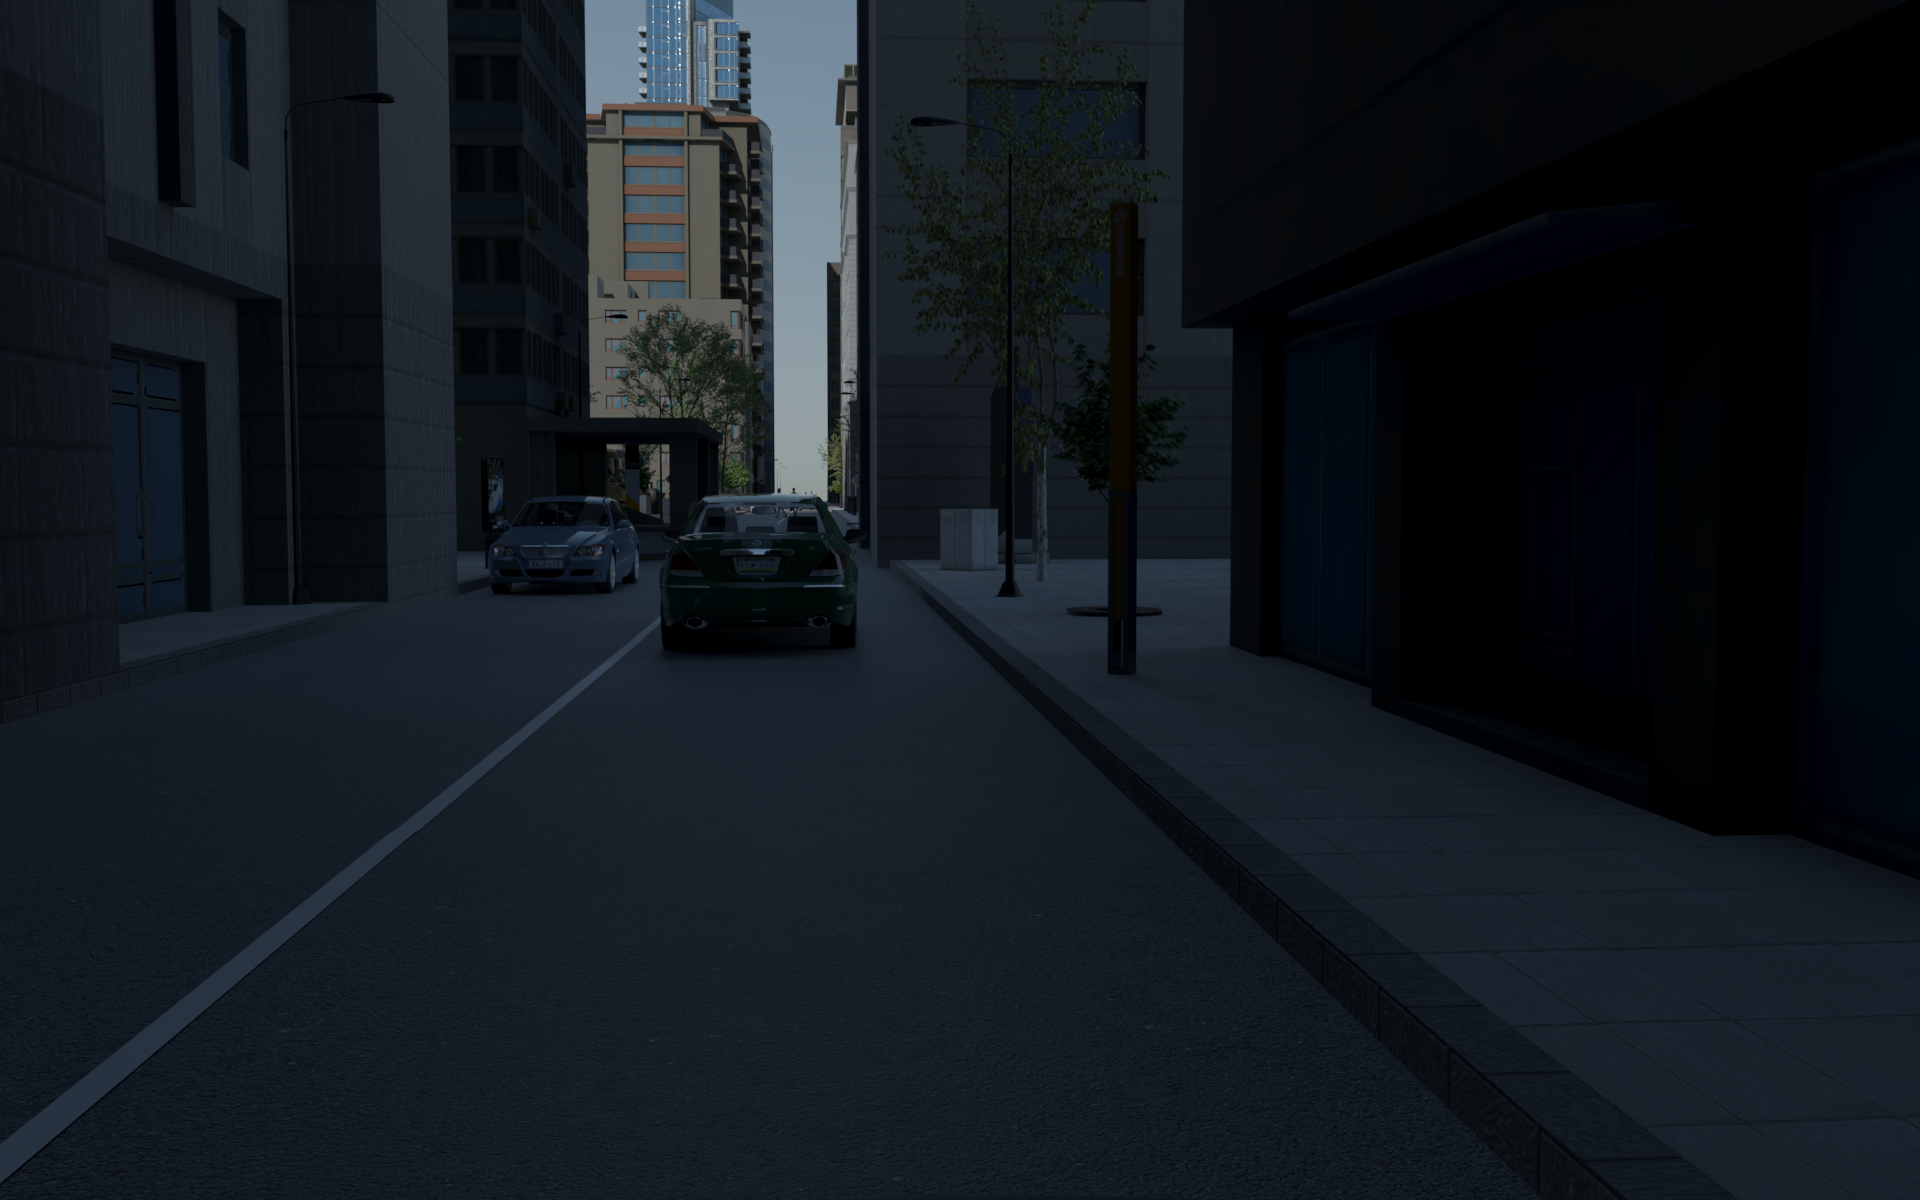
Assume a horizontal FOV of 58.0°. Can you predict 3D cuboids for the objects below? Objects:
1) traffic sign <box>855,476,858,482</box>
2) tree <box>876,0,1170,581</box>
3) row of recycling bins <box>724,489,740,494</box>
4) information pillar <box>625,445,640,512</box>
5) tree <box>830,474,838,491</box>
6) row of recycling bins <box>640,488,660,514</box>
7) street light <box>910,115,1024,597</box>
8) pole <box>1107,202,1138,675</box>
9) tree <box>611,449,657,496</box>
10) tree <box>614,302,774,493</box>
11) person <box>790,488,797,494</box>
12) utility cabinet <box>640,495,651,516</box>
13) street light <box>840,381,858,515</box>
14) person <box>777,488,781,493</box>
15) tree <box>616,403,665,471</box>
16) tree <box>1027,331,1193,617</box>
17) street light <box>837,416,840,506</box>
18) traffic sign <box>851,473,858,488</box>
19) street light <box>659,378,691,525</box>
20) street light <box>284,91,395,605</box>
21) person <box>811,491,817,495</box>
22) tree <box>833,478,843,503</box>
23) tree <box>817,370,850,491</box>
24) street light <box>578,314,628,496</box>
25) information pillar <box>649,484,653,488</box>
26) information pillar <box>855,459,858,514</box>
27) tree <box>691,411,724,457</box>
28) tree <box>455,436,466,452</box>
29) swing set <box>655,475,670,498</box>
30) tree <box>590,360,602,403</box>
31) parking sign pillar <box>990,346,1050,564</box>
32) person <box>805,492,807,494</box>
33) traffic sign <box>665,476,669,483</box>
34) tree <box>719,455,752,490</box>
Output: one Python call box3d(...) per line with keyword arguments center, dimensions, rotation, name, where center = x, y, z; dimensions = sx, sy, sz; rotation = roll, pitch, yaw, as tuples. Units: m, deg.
box3d(center=(-3.932, -4.128, 71.131), dimensions=(0.795, 2.450, 0.064), rotation=(0, 4, -5), name="traffic sign")
box3d(center=(0.972, -4.583, 25.297), dimensions=(4.737, 8.622, 4.395), rotation=(0, 3, 0), name="tree")
box3d(center=(-17.829, -7.804, 134.702), dimensions=(1.069, 1.692, 3.534), rotation=(-1, 4, -18), name="row of recycling bins")
box3d(center=(-11.045, -4.105, 58.465), dimensions=(0.504, 3.616, 0.183), rotation=(-1, 4, -14), name="information pillar")
box3d(center=(-16.872, -15.893, 243.556), dimensions=(4.285, 4.588, 4.351), rotation=(0, 3, 0), name="tree")
box3d(center=(-20.394, -6.243, 109.191), dimensions=(1.069, 1.692, 3.534), rotation=(3, 4, 37), name="row of recycling bins")
box3d(center=(0.085, -2.992, 21.463), dimensions=(1.470, 5.913, 1.316), rotation=(0, 4, -5), name="street light")
box3d(center=(1.155, -1.126, 12.261), dimensions=(0.158, 3.312, 0.155), rotation=(0, 3, 0), name="pole")
box3d(center=(-12.256, -4.361, 65.907), dimensions=(1.663, 3.219, 1.824), rotation=(0, 3, 0), name="tree")
box3d(center=(-15.172, -10.368, 95.277), dimensions=(9.928, 11.665, 9.643), rotation=(0, 3, 0), name="tree")
box3d(center=(-10.297, -6.061, 107.557), dimensions=(0.622, 1.834, 0.822), rotation=(1, 4, 9), name="person")
box3d(center=(-16.738, -4.946, 92.036), dimensions=(0.306, 1.237, 1.020), rotation=(-2, 4, -34), name="utility cabinet")
box3d(center=(-4.057, -6.026, 71.071), dimensions=(1.470, 5.913, 1.316), rotation=(0, 4, -5), name="street light")
box3d(center=(-10.792, -5.835, 104.180), dimensions=(0.850, 1.792, 0.678), rotation=(0, 4, -1), name="person")
box3d(center=(-24.762, -11.322, 135.478), dimensions=(4.360, 8.622, 3.978), rotation=(0, 3, 0), name="tree")
box3d(center=(1.690, -1.451, 18.324), dimensions=(1.663, 3.219, 1.824), rotation=(0, 3, 0), name="tree")
box3d(center=(-4.728, -6.509, 78.962), dimensions=(1.470, 5.913, 1.316), rotation=(0, 4, -5), name="street light")
box3d(center=(-4.604, -4.614, 79.088), dimensions=(0.795, 2.450, 0.064), rotation=(0, 4, -5), name="traffic sign")
box3d(center=(-11.449, -5.925, 69.417), dimensions=(1.470, 5.913, 1.316), rotation=(0, 4, -5), name="street light")
box3d(center=(-7.221, -2.909, 20.102), dimensions=(1.470, 5.913, 1.316), rotation=(0, 4, -5), name="street light")
box3d(center=(-13.216, -8.983, 156.172), dimensions=(0.742, 1.727, 0.445), rotation=(0, 4, 6), name="person")
box3d(center=(-17.157, -15.518, 248.313), dimensions=(1.663, 3.219, 1.824), rotation=(0, 3, 0), name="tree")
box3d(center=(-4.848, -8.910, 96.047), dimensions=(4.737, 8.622, 4.395), rotation=(0, 3, 0), name="tree")
box3d(center=(-9.256, -4.417, 44.766), dimensions=(1.470, 5.913, 1.316), rotation=(0, 4, -5), name="street light")
box3d(center=(-20.139, -6.612, 112.591), dimensions=(0.304, 2.012, 0.304), rotation=(3, 5, 42), name="information pillar")
box3d(center=(-6.879, -7.523, 114.362), dimensions=(0.183, 3.616, 0.504), rotation=(0, 4, -7), name="information pillar")
box3d(center=(-22.407, -12.275, 151.060), dimensions=(4.737, 8.622, 4.395), rotation=(0, 3, 0), name="tree")
box3d(center=(-8.820, -2.009, 27.450), dimensions=(1.663, 3.219, 1.824), rotation=(0, 3, 0), name="tree")
box3d(center=(-20.355, -7.832, 125.675), dimensions=(2.862, 2.851, 3.119), rotation=(-1, 4, -16), name="swing set")
box3d(center=(-18.810, -7.953, 80.396), dimensions=(4.360, 8.622, 3.978), rotation=(0, 3, 0), name="tree")
box3d(center=(0.952, -2.677, 32.241), dimensions=(1.447, 3.967, 1.447), rotation=(-1, 4, -16), name="parking sign pillar")
box3d(center=(-21.194, -14.065, 239.197), dimensions=(0.721, 1.736, 1.217), rotation=(1, 4, 12), name="person")
box3d(center=(-11.601, -4.090, 70.507), dimensions=(0.795, 2.450, 0.064), rotation=(0, 4, -5), name="traffic sign")
box3d(center=(-19.044, -9.851, 144.772), dimensions=(4.285, 4.588, 4.351), rotation=(0, 3, 0), name="tree")
